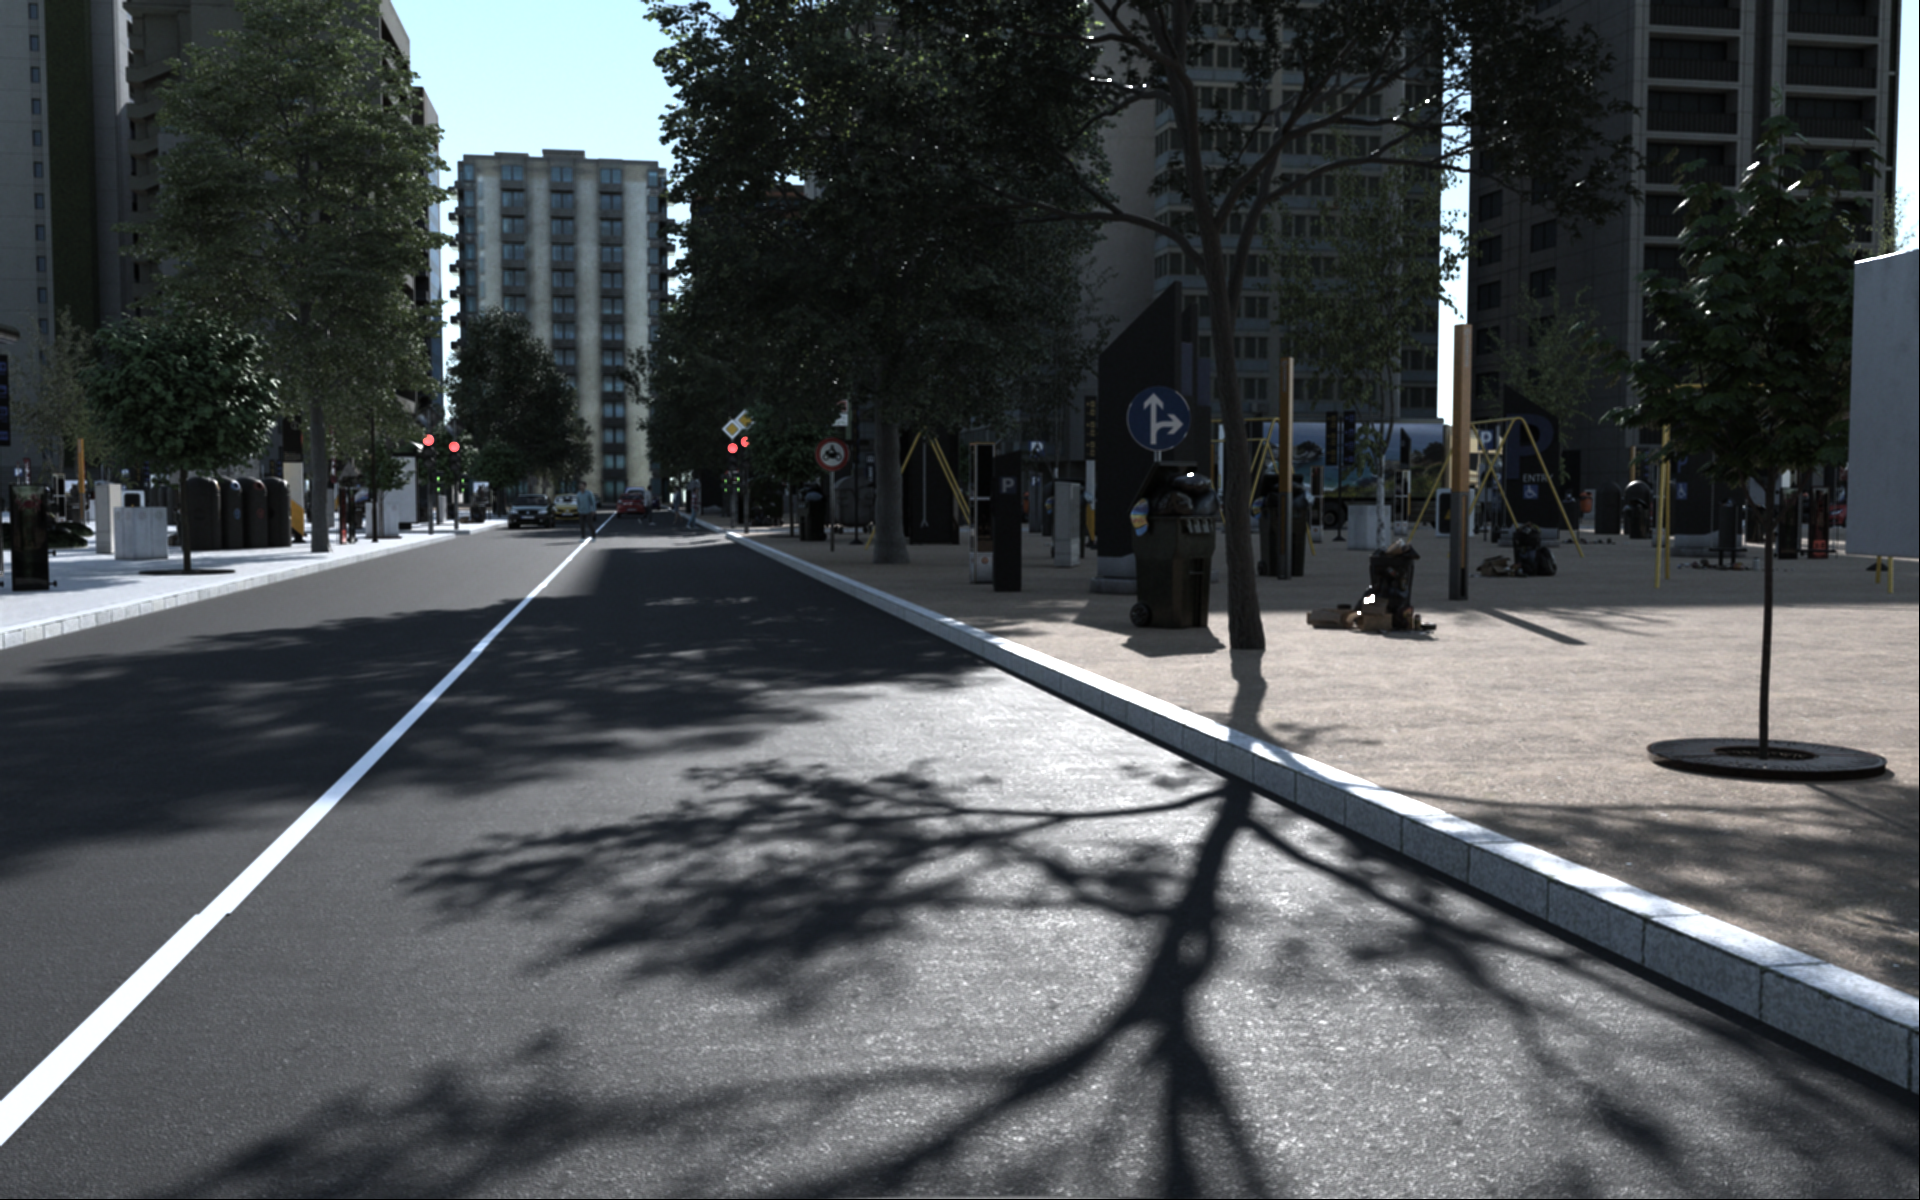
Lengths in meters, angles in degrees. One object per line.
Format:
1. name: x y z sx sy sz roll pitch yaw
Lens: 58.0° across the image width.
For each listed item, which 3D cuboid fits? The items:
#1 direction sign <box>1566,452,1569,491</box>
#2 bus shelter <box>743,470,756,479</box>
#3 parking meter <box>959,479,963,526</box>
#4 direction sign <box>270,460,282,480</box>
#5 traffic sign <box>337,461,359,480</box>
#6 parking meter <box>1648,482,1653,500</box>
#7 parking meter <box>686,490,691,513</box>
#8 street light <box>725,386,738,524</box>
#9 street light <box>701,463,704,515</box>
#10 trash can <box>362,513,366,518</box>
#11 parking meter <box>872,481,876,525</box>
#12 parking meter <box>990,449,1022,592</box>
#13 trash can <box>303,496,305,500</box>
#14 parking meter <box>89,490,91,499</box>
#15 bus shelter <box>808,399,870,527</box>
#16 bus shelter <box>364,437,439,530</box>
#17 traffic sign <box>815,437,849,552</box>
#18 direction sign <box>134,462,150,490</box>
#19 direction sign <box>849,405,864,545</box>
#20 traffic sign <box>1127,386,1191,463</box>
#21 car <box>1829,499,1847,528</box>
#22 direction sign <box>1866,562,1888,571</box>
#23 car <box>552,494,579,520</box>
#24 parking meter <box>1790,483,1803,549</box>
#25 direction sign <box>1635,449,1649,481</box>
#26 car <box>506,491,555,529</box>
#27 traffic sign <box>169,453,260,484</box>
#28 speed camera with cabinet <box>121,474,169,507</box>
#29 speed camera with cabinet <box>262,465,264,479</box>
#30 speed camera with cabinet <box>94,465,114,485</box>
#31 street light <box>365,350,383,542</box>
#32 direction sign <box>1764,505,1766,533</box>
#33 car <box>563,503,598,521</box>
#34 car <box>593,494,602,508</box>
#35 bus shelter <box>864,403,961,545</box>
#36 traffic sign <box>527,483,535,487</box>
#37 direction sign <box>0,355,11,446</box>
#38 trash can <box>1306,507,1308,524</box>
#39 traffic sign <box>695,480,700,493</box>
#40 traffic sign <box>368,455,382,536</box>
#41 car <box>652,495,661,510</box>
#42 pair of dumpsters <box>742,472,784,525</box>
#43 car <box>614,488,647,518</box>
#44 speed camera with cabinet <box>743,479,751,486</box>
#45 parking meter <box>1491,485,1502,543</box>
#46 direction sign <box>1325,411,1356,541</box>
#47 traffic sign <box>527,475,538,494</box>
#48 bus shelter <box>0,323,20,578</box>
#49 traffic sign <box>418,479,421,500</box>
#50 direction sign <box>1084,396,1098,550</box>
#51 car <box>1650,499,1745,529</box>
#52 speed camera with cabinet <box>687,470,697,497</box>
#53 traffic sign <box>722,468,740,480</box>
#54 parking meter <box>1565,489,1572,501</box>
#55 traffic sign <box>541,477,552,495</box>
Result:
1. direction sign: 32.570 -6.172 92.911 0.379 3.537 0.876 1 4 14
2. bus shelter: -13.774 -8.547 117.376 2.179 5.291 8.768 -1 4 -11
3. parking meter: -0.080 -3.883 69.192 0.255 1.863 0.399 3 5 41
4. direction sign: -45.107 -7.475 114.216 0.876 3.537 0.379 1 4 15
5. traffic sign: -23.840 -4.133 67.581 0.884 2.594 0.081 -1 4 -10
6. parking meter: 34.130 -4.875 85.410 0.399 1.863 0.255 1 4 21
7. parking meter: -18.287 -6.620 116.648 0.372 1.533 0.369 0 3 0
8. street light: -9.634 -6.134 73.074 0.468 5.910 1.993 -1 4 -11
9. street light: -15.763 -8.132 105.741 0.468 5.910 1.993 -1 4 -11
10. trash can: -32.219 -5.034 93.966 0.748 1.137 0.748 0 3 0
11. parking meter: -3.468 -4.069 72.232 0.399 1.863 0.255 1 4 15
12. parking meter: 0.602 -1.045 22.789 0.399 1.863 0.255 0 4 -5
13. trash can: -44.074 -6.363 115.683 0.748 1.137 0.748 0 3 0
14. parking meter: -48.417 -5.386 96.466 0.372 1.533 0.369 0 3 0
15. bus shelter: -5.306 -5.697 70.777 2.179 5.291 8.768 -1 4 -11
16. bus shelter: -20.729 -4.321 64.568 2.014 3.302 5.546 -1 4 -11
17. traffic sign: -2.849 -2.356 38.628 0.768 2.556 0.104 0 4 -7
18. direction sign: -52.797 -7.331 111.860 0.876 3.537 0.379 -2 4 -32
19. direction sign: -2.643 -3.187 44.100 0.379 3.537 0.876 0 4 6
20. traffic sign: 2.335 -1.247 20.499 0.768 2.556 0.104 0 4 -7
21. car: 35.839 -3.628 68.364 4.494 1.783 2.155 -1 4 -9
22. direction sign: 15.431 -2.262 28.982 0.379 3.537 0.876 3 4 36
23. car: -19.488 -4.635 86.006 2.015 1.641 3.980 -1 4 -12
24. parking meter: 19.430 -1.956 40.386 0.372 1.533 0.369 0 3 0
25. direction sign: 33.999 -5.773 86.380 0.876 3.537 0.379 -2 4 -24
26. car: -17.968 -3.847 72.683 2.009 1.686 4.222 -1 4 -9
27. traffic sign: -19.025 -3.078 44.195 2.265 3.308 0.079 0 4 -3
28. speed camera with cabinet: -36.119 -5.033 76.631 2.038 3.252 0.660 -3 5 -40
29. speed camera with cabinet: -47.668 -7.529 117.434 0.660 3.252 2.038 -3 5 -40
30. speed camera with cabinet: -64.105 -8.235 128.971 2.038 3.252 0.660 -1 4 -23
31. street light: -15.617 -4.482 46.063 0.468 5.910 1.993 -1 4 -11
32. direction sign: 26.455 -3.962 56.773 0.379 3.537 0.876 -1 4 -17
33. car: -20.372 -4.904 92.758 1.945 1.354 3.894 -1 4 -12
34. car: -39.035 -10.517 183.755 2.131 1.459 4.920 -1 4 -10
35. bus shelter: -1.331 -3.390 46.717 1.731 3.624 6.357 -1 4 -11
36. traffic sign: -33.290 -8.233 134.719 0.768 2.556 0.104 0 4 -2
37. direction sign: -15.802 -2.200 27.975 0.379 3.537 0.876 3 5 42
38. trash can: 11.529 -2.891 58.926 0.748 1.137 0.748 0 3 0
39. traffic sign: -17.976 -7.182 119.554 0.606 2.300 0.079 0 4 -6
40. traffic sign: -17.049 -3.106 50.892 0.768 2.556 0.104 0 4 -6
41. car: -27.377 -8.599 153.166 1.945 1.354 3.894 -1 4 -11
42. pair of dumpsters: -8.193 -4.281 72.490 1.574 2.255 4.437 -1 4 -11
43. car: -19.962 -5.887 105.284 2.155 1.783 4.494 -1 4 -11
44. speed camera with cabinet: -12.582 -6.981 108.475 2.038 3.252 0.660 1 4 10
45. parking meter: 14.180 -2.271 45.537 0.372 1.533 0.369 0 3 0
46. direction sign: 10.393 -3.386 47.364 0.876 3.537 0.379 3 5 40
47. traffic sign: -28.819 -7.139 116.825 0.768 2.556 0.104 0 4 -5
48. bus shelter: -11.967 -2.414 17.102 2.179 5.291 8.768 -1 4 -11
49. traffic sign: -26.889 -5.246 85.870 0.768 2.556 0.104 0 4 -2
50. direction sign: 3.214 -2.943 40.121 0.876 3.537 0.379 -3 4 -38
51. car: 28.697 -3.548 67.045 4.494 1.783 2.155 -1 4 -12
52. speed camera with cabinet: -17.697 -7.614 118.820 2.038 3.252 0.660 -1 4 -10
53. traffic sign: -8.801 -4.108 67.175 0.884 2.594 0.081 0 4 -3
54. parking meter: 30.862 -4.861 87.882 0.372 1.533 0.369 0 3 0
55. traffic sign: -31.610 -8.094 132.334 0.884 2.594 0.081 0 4 -5
